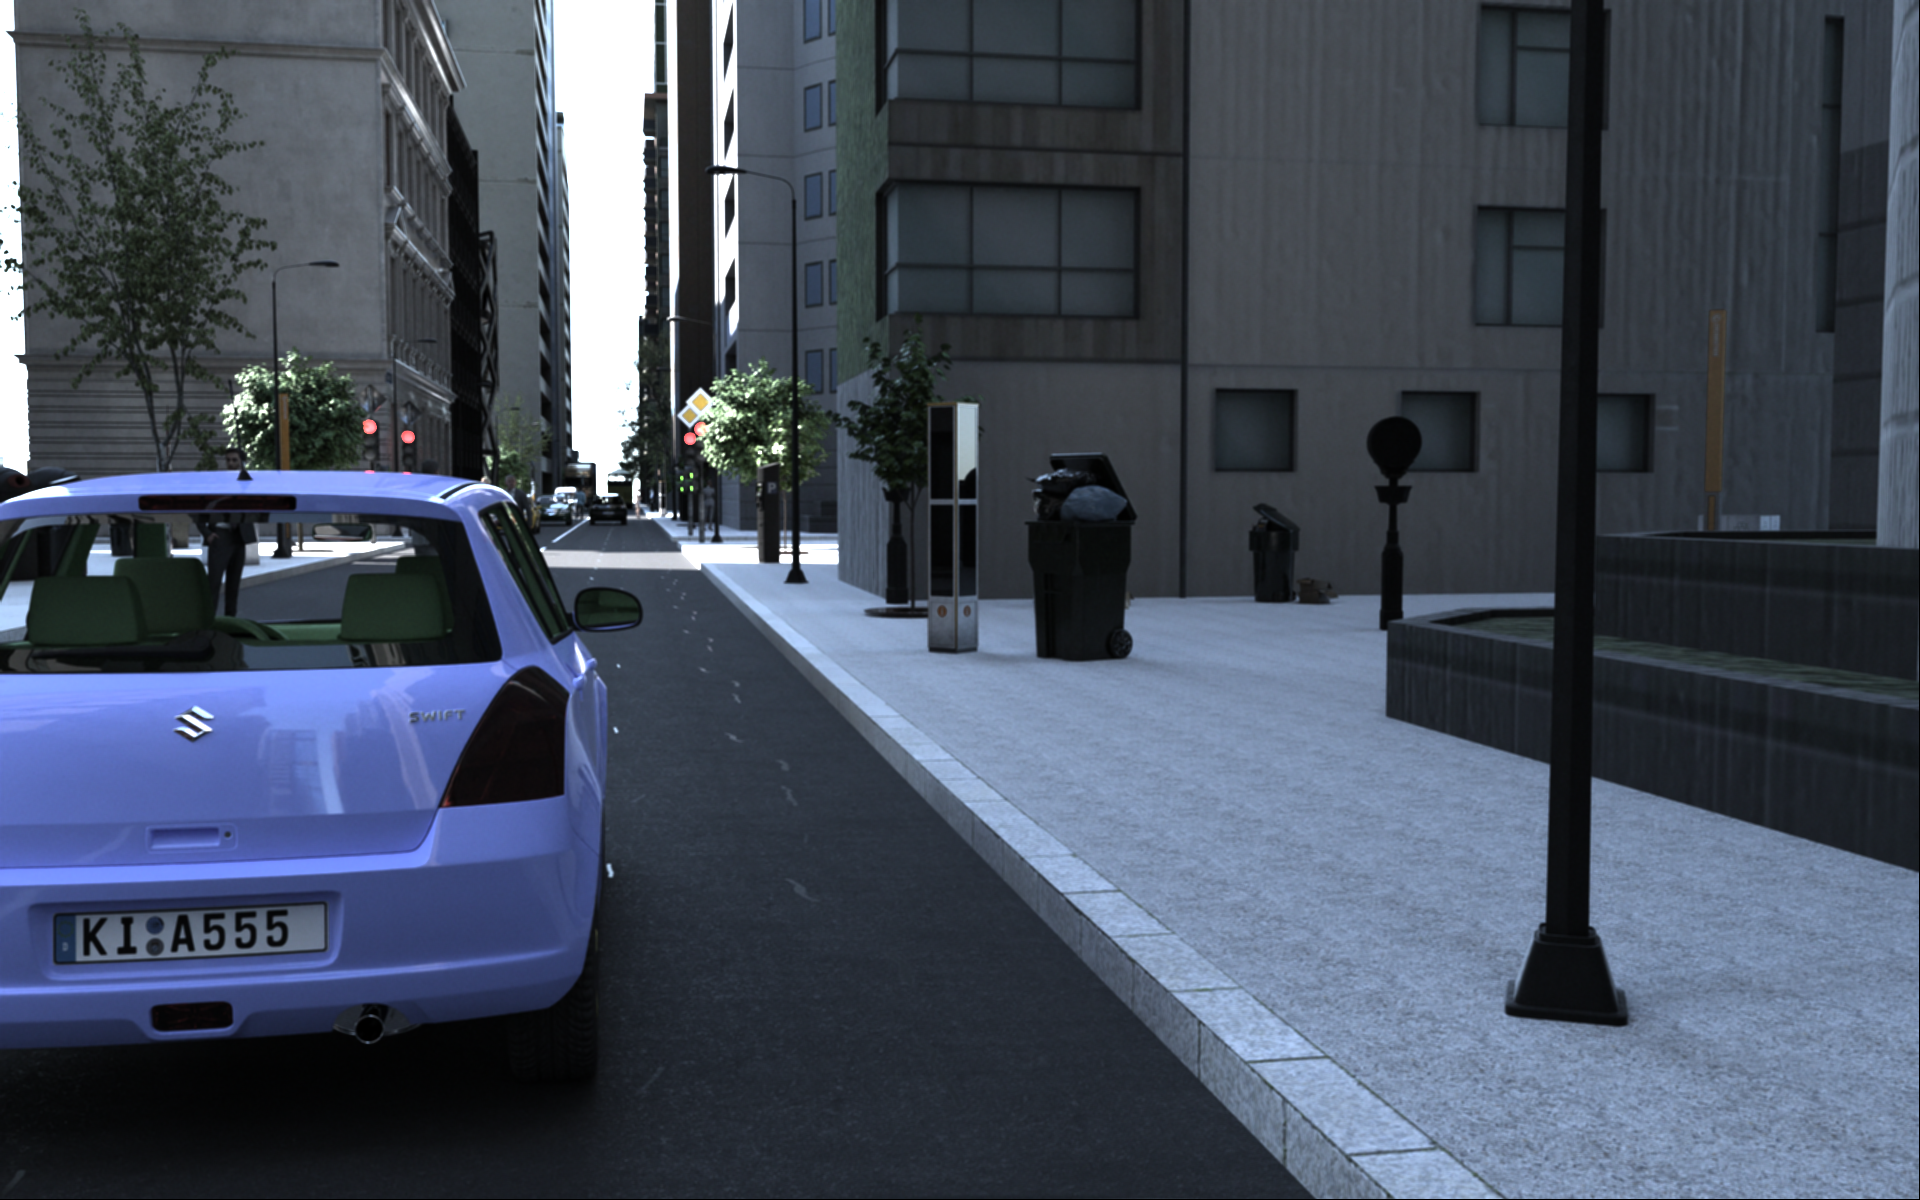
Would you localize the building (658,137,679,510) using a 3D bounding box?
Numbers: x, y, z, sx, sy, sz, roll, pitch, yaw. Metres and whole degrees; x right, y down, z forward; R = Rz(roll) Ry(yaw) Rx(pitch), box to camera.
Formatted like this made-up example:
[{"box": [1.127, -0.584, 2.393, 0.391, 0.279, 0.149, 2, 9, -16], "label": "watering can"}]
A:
[{"box": [-17.982, -22.802, 144.507, 14.160, 30.474, 14.107, -1, 4, -11], "label": "building"}]

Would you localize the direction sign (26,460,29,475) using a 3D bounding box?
[{"box": [-61.356, -7.504, 114.693, 0.876, 3.537, 0.379, 0, 4, -1], "label": "direction sign"}]

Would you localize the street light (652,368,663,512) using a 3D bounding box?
[{"box": [-10.482, -5.592, 63.965, 1.470, 5.913, 1.316, -1, 4, -11], "label": "street light"}]

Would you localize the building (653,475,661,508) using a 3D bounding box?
[{"box": [-12.927, -28.909, 164.546, 32.217, 40.220, 23.993, -1, 4, -11], "label": "building"}]

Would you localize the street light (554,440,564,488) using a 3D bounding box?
[{"box": [-35.025, -10.780, 148.789, 1.470, 5.913, 1.316, -1, 4, -11], "label": "street light"}]

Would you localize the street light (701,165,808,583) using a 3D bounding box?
[{"box": [-2.899, -3.192, 24.734, 1.470, 5.913, 1.316, -1, 4, -11], "label": "street light"}]

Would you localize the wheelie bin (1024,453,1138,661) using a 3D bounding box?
[{"box": [0.941, -0.343, 13.522, 0.693, 1.594, 0.980, -3, 4, -38], "label": "wheelie bin"}]

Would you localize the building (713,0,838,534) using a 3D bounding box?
[{"box": [5.193, -32.039, 65.834, 28.212, 58.520, 21.231, -1, 4, -11], "label": "building"}]

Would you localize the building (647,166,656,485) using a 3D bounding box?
[{"box": [-34.093, -35.396, 228.830, 14.600, 45.320, 14.200, -1, 4, -11], "label": "building"}]

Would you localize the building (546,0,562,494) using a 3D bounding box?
[{"box": [-48.011, -37.685, 158.156, 21.231, 58.520, 28.212, -1, 4, -11], "label": "building"}]

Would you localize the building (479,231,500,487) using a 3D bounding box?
[{"box": [-34.051, -13.906, 94.812, 16.820, 18.784, 16.811, -1, 4, -11], "label": "building"}]

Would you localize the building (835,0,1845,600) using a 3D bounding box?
[{"box": [4.745, -21.041, 27.618, 14.154, 41.232, 14.086, -1, 4, -11], "label": "building"}]

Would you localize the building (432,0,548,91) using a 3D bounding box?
[{"box": [-43.175, -31.215, 134.074, 21.300, 48.544, 21.600, -1, 4, -11], "label": "building"}]

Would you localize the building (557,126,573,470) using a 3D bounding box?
[{"box": [-59.768, -36.198, 215.530, 21.300, 48.544, 21.600, -1, 4, -11], "label": "building"}]

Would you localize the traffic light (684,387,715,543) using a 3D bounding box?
[{"box": [-6.838, -3.469, 45.634, 0.839, 4.253, 0.868, -1, 4, -11], "label": "traffic light"}]

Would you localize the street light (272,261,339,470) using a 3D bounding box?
[{"box": [-13.041, -3.790, 34.508, 1.470, 5.913, 1.316, -1, 4, -11], "label": "street light"}]

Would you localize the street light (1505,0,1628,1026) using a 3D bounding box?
[{"box": [0.985, -1.928, 4.066, 1.470, 5.913, 1.316, -1, 4, -11], "label": "street light"}]

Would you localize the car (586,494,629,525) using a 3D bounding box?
[{"box": [-16.633, -4.405, 81.812, 2.009, 1.686, 4.222, -1, 4, -12], "label": "car"}]

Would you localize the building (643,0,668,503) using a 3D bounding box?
[{"box": [-35.044, -49.395, 245.856, 20.563, 71.187, 20.611, -1, 4, -11], "label": "building"}]

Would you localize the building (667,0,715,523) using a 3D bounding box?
[{"box": [-6.814, -26.471, 82.920, 14.600, 45.320, 14.200, -1, 4, -11], "label": "building"}]

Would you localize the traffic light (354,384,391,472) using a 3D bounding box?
[{"box": [-14.947, -3.372, 44.059, 0.839, 4.253, 0.868, -1, 4, -11], "label": "traffic light"}]

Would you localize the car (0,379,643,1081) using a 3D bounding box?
[{"box": [-1.961, 0.258, 5.367, 1.945, 1.707, 3.694, -1, 4, -11], "label": "car"}]

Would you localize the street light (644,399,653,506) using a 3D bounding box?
[{"box": [-14.531, -6.854, 84.602, 1.470, 5.913, 1.316, -1, 4, -11], "label": "street light"}]

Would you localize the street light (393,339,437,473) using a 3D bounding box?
[{"box": [-16.316, -4.849, 51.817, 1.470, 5.913, 1.316, -1, 4, -11], "label": "street light"}]

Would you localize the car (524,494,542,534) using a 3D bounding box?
[{"box": [-16.115, -3.201, 62.566, 2.015, 1.641, 3.980, -1, 4, -10], "label": "car"}]

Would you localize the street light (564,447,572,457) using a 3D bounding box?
[{"box": [-39.082, -12.055, 169.635, 1.470, 5.913, 1.316, -1, 4, -11], "label": "street light"}]

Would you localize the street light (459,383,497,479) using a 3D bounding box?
[{"box": [-20.320, -6.111, 72.463, 1.470, 5.913, 1.316, -1, 4, -11], "label": "street light"}]

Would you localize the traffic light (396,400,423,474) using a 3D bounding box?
[{"box": [-16.461, -3.852, 51.899, 0.839, 4.253, 0.868, -1, 4, -11], "label": "traffic light"}]

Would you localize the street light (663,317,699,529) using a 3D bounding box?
[{"box": [-6.971, -4.468, 45.596, 1.470, 5.913, 1.316, -1, 4, -11], "label": "street light"}]

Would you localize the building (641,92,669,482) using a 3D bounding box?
[{"box": [-23.398, -32.699, 189.259, 22.147, 44.769, 28.867, -1, 4, -11], "label": "building"}]

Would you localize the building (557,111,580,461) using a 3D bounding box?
[{"box": [-69.211, -58.055, 261.864, 22.319, 86.520, 31.000, -1, 4, -11], "label": "building"}]

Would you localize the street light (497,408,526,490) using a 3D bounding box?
[{"box": [-24.308, -7.374, 93.111, 1.470, 5.913, 1.316, -1, 4, -11], "label": "street light"}]

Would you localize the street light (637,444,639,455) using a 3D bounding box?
[{"box": [-25.121, -10.232, 139.827, 1.470, 5.913, 1.316, -1, 4, -11], "label": "street light"}]

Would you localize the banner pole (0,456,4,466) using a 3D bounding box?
[{"box": [-55.355, -6.712, 99.751, 0.863, 3.779, 0.401, 1, 4, 10], "label": "banner pole"}]

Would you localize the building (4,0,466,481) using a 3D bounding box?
[{"box": [-24.100, -13.722, 60.514, 11.583, 22.565, 21.152, -1, 4, -11], "label": "building"}]

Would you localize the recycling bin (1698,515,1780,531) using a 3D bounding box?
[{"box": [9.271, -0.495, 20.642, 0.722, 1.027, 0.722, 3, 5, 43], "label": "recycling bin"}]

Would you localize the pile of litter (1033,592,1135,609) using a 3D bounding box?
[{"box": [1.419, -0.362, 19.889, 1.176, 0.858, 1.719, 0, 4, 6], "label": "pile of litter"}]

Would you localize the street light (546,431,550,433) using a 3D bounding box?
[{"box": [-30.936, -9.494, 127.773, 1.470, 5.913, 1.316, -1, 4, -11], "label": "street light"}]

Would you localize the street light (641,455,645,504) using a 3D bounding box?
[{"box": [-18.478, -8.118, 105.273, 1.470, 5.913, 1.316, -1, 4, -11], "label": "street light"}]

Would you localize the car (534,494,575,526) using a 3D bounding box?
[{"box": [-18.867, -4.172, 80.008, 2.131, 1.459, 4.920, -1, 4, -12], "label": "car"}]

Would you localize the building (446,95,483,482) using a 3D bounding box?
[{"box": [-28.870, -15.242, 78.883, 12.332, 23.373, 15.834, -1, 4, -11], "label": "building"}]

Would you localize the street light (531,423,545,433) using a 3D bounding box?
[{"box": [-28.248, -8.638, 113.768, 1.470, 5.913, 1.316, -1, 4, -11], "label": "street light"}]

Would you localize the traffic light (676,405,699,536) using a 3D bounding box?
[{"box": [-8.352, -3.948, 53.475, 0.839, 4.253, 0.868, -1, 4, -11], "label": "traffic light"}]

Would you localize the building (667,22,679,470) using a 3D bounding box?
[{"box": [-5.579, -32.205, 115.790, 28.713, 52.752, 27.495, -1, 4, -11], "label": "building"}]
